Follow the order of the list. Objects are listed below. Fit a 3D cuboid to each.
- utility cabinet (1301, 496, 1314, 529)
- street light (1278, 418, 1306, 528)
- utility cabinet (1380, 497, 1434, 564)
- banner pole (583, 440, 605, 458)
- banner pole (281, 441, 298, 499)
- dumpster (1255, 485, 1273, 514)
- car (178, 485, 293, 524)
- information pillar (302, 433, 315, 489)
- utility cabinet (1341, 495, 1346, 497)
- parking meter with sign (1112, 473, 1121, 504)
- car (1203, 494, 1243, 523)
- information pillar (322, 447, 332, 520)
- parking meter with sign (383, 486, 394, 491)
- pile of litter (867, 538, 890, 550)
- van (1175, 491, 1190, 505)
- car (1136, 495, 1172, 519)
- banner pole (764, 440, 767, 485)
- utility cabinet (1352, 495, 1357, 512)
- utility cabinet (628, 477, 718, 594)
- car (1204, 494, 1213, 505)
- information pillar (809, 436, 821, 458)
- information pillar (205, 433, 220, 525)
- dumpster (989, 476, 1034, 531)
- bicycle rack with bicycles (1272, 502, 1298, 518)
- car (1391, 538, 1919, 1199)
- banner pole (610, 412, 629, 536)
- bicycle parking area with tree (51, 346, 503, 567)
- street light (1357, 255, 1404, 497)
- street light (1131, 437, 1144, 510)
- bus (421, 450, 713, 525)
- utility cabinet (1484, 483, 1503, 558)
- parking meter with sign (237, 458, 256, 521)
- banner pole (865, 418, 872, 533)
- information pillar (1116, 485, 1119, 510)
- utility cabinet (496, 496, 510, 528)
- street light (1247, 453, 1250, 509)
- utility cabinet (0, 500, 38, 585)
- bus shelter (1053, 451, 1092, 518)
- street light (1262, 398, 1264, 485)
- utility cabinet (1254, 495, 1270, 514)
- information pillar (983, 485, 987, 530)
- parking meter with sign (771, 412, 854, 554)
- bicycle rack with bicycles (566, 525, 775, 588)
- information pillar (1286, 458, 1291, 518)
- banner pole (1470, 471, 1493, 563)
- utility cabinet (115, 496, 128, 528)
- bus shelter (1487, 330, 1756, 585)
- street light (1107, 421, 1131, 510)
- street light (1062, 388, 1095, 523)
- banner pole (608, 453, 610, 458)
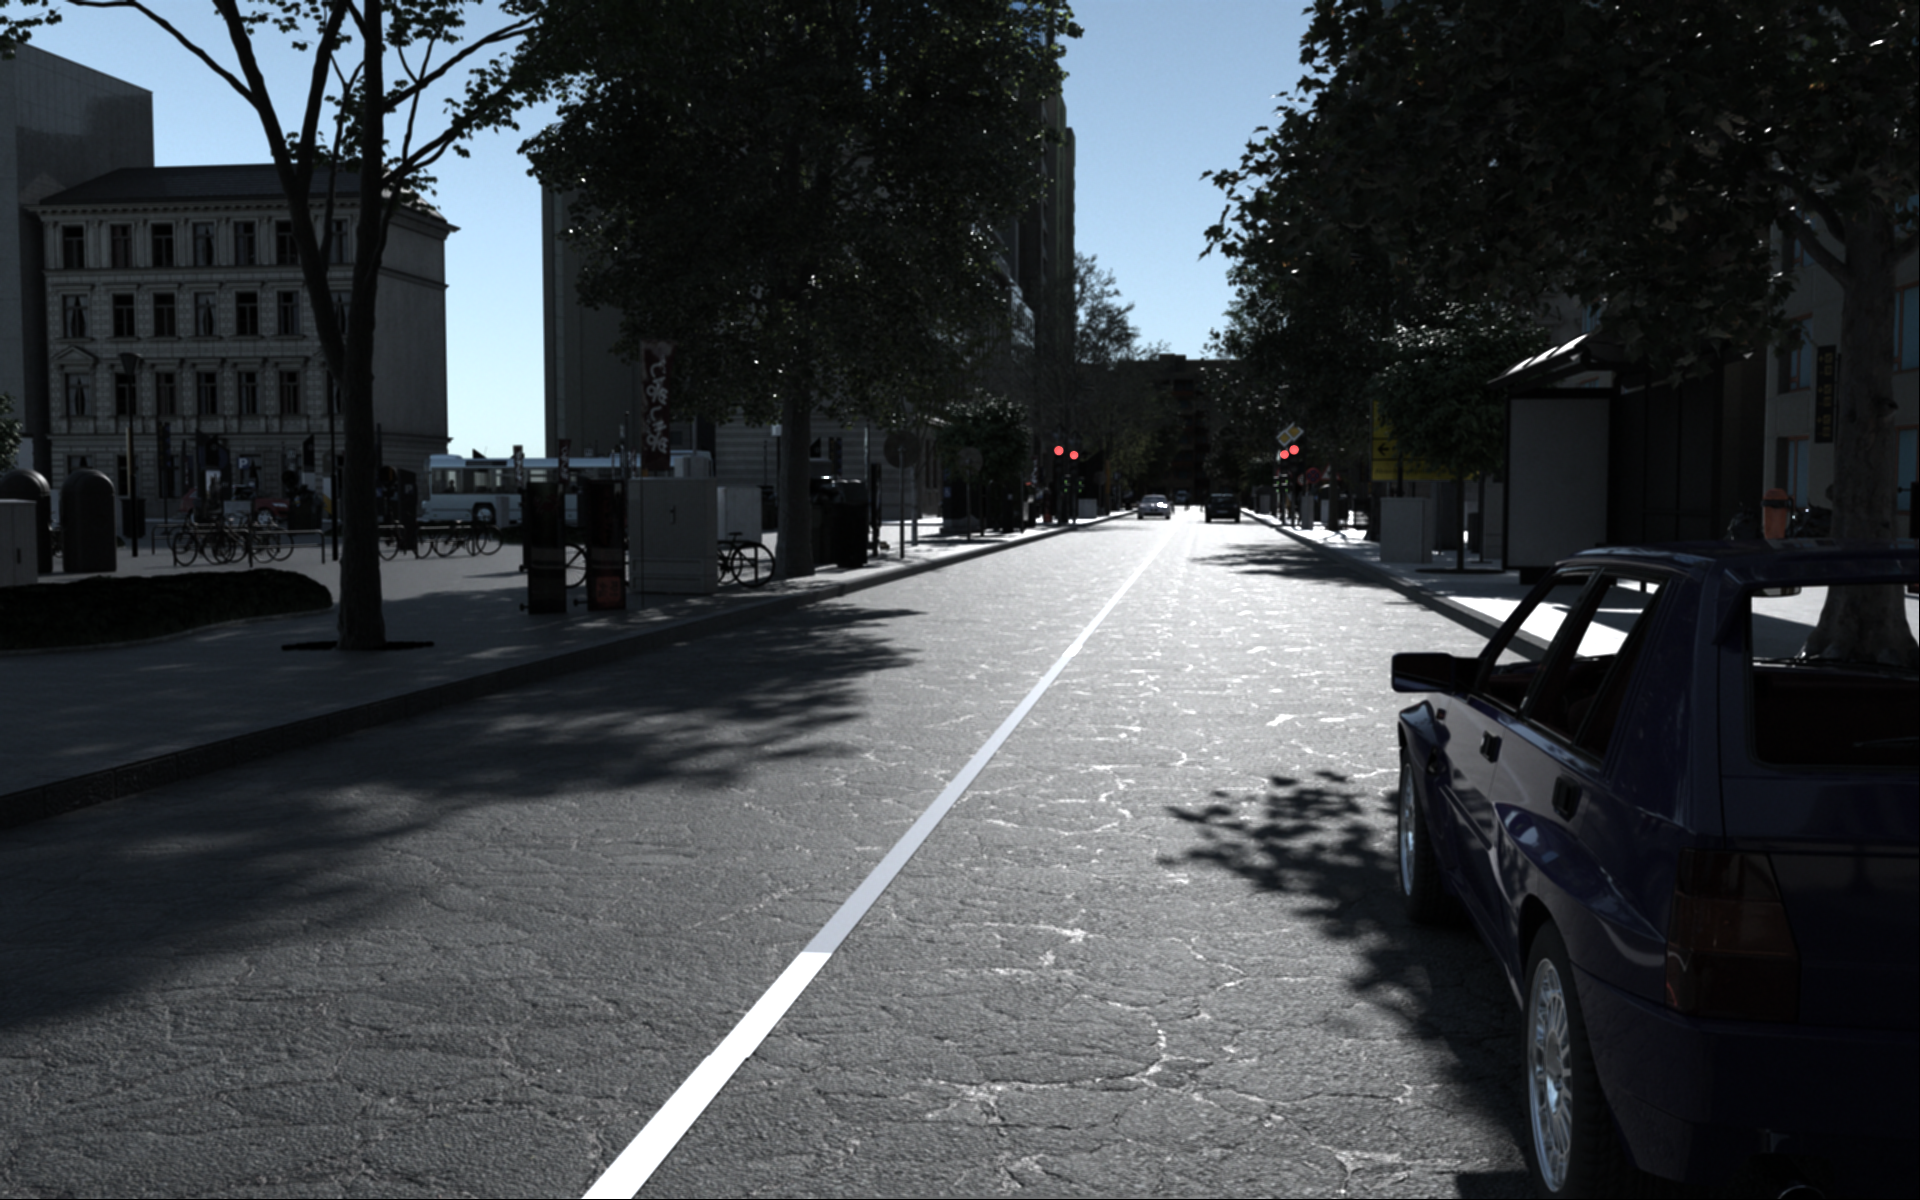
[{"bbox_3d":[12.784,-3.216,63.736,0.306,1.237,1.020,1,4,22],"label":"utility cabinet"},{"bbox_3d":[12.666,-5.739,66.366,1.470,5.913,1.316,0,4,8],"label":"street light"},{"bbox_3d":[8.327,-1.293,32.296,0.306,1.237,1.020,-3,4,-36],"label":"utility cabinet"},{"bbox_3d":[-16.923,-5.486,79.714,0.863,3.779,0.401,1,4,13],"label":"banner pole"},{"bbox_3d":[-31.953,-5.652,82.435,0.863,3.779,0.401,0,4,-2],"label":"banner pole"},{"bbox_3d":[19.679,-6.478,111.678,1.264,1.857,1.865,0,4,8],"label":"dumpster"},{"bbox_3d":[-31.879,-4.167,76.811,5.304,1.827,2.281,0,4,7],"label":"car"},{"bbox_3d":[-24.928,-4.586,66.337,0.183,3.616,0.504,3,5,41],"label":"information pillar"},{"bbox_3d":[23.992,-6.050,110.080,0.306,1.237,1.020,-3,5,-44],"label":"utility cabinet"},{"bbox_3d":[12.780,-8.946,142.527,0.543,3.016,1.738,1,4,19],"label":"parking meter with sign"},{"bbox_3d":[13.321,-4.766,87.715,2.009,1.686,4.222,1,4,9],"label":"car"},{"bbox_3d":[-31.620,-5.831,86.694,0.504,3.616,0.183,0,4,-2],"label":"information pillar"},{"bbox_3d":[-28.287,-5.461,85.549,1.738,3.016,0.543,-1,4,-22],"label":"parking meter with sign"},{"bbox_3d":[-2.273,-1.639,40.765,1.176,0.858,1.719,-1,4,-14],"label":"pile of litter"},{"bbox_3d":[28.796,-13.286,224.241,2.013,2.044,4.112,0,4,8],"label":"van"},{"bbox_3d":[11.186,-5.346,99.765,2.083,1.381,4.827,0,4,7],"label":"car"},{"bbox_3d":[-9.012,-5.511,80.115,0.401,3.779,0.863,0,4,1],"label":"banner pole"},{"bbox_3d":[28.934,-7.085,127.008,0.306,1.237,1.020,1,4,17],"label":"utility cabinet"},{"bbox_3d":[-3.696,-0.830,22.249,1.173,1.500,0.318,2,4,25],"label":"utility cabinet"},{"bbox_3d":[19.949,-7.466,133.866,2.131,1.459,4.920,0,4,8],"label":"car"},{"bbox_3d":[-5.871,-4.831,70.340,0.504,3.616,0.183,-2,4,-26],"label":"information pillar"},{"bbox_3d":[-28.517,-4.572,66.100,0.504,3.616,0.183,-2,4,-31],"label":"information pillar"},{"bbox_3d":[1.785,-3.601,61.363,1.502,2.255,1.985,0,4,8],"label":"dumpster"},{"bbox_3d":[17.902,-4.756,91.149,2.925,0.926,2.852,0,4,-2],"label":"bicycle rack with bicycles"},{"bbox_3d":[2.173,0.492,4.531,1.945,1.354,3.894,1,4,8],"label":"car"},{"bbox_3d":[-10.301,-3.864,53.187,0.401,3.779,0.863,-2,4,-30],"label":"banner pole"},{"bbox_3d":[-14.352,-2.898,34.384,8.231,4.147,9.016,3,4,36],"label":"bicycle parking area with tree"},{"bbox_3d":[8.004,-3.734,33.595,1.470,5.913,1.316,0,4,8],"label":"street light"},{"bbox_3d":[14.531,-10.381,142.273,1.470,5.913,1.316,0,4,8],"label":"street light"},{"bbox_3d":[-17.445,-4.902,75.012,13.247,3.499,2.948,1,4,10],"label":"bus"},{"bbox_3d":[10.938,-1.563,34.232,1.173,1.500,0.318,0,4,4],"label":"utility cabinet"},{"bbox_3d":[-33.726,-5.254,82.164,0.543,3.016,1.738,-3,5,-39],"label":"parking meter with sign"},{"bbox_3d":[-3.070,-4.112,57.251,0.401,3.779,0.863,-1,4,-14],"label":"banner pole"},{"bbox_3d":[12.599,-8.159,137.891,0.304,2.012,0.304,0,4,1],"label":"information pillar"},{"bbox_3d":[-16.944,-3.244,64.204,0.306,1.237,1.020,-2,4,-26],"label":"utility cabinet"},{"bbox_3d":[19.788,-8.798,116.393,1.470,5.913,1.316,0,4,8],"label":"street light"},{"bbox_3d":[-11.271,-0.557,20.267,0.306,1.237,1.020,1,4,11],"label":"utility cabinet"},{"bbox_3d":[6.294,-6.436,96.514,1.731,3.624,6.357,0,4,8],"label":"bus shelter"},{"bbox_3d":[15.042,-6.795,83.634,1.470,5.913,1.316,0,4,8],"label":"street light"},{"bbox_3d":[20.564,-6.565,118.497,0.306,1.237,1.020,-2,4,-34],"label":"utility cabinet"},{"bbox_3d":[0.731,-3.460,61.055,0.304,2.012,0.304,3,4,37],"label":"information pillar"},{"bbox_3d":[-3.043,-2.450,36.318,1.738,3.016,0.543,-2,4,-30],"label":"parking meter with sign"},{"bbox_3d":[-3.907,-0.659,24.158,2.925,0.926,2.852,1,4,17],"label":"bicycle rack with bicycles"},{"bbox_3d":[17.839,-6.273,93.923,0.183,3.616,0.504,-1,4,-15],"label":"information pillar"},{"bbox_3d":[9.685,-2.560,31.874,0.401,3.779,0.863,0,4,4],"label":"banner pole"},{"bbox_3d":[-32.141,-3.342,65.801,0.306,1.237,1.020,3,4,36],"label":"utility cabinet"},{"bbox_3d":[8.112,-1.711,21.905,2.014,3.302,5.546,1,4,8],"label":"bus shelter"},{"bbox_3d":[9.782,-8.324,108.638,1.470,5.913,1.316,0,4,8],"label":"street light"},{"bbox_3d":[5.185,-6.319,75.858,1.470,5.913,1.316,0,4,8],"label":"street light"},{"bbox_3d":[-18.783,-6.330,93.512,0.401,3.779,0.863,1,4,21],"label":"banner pole"}]
